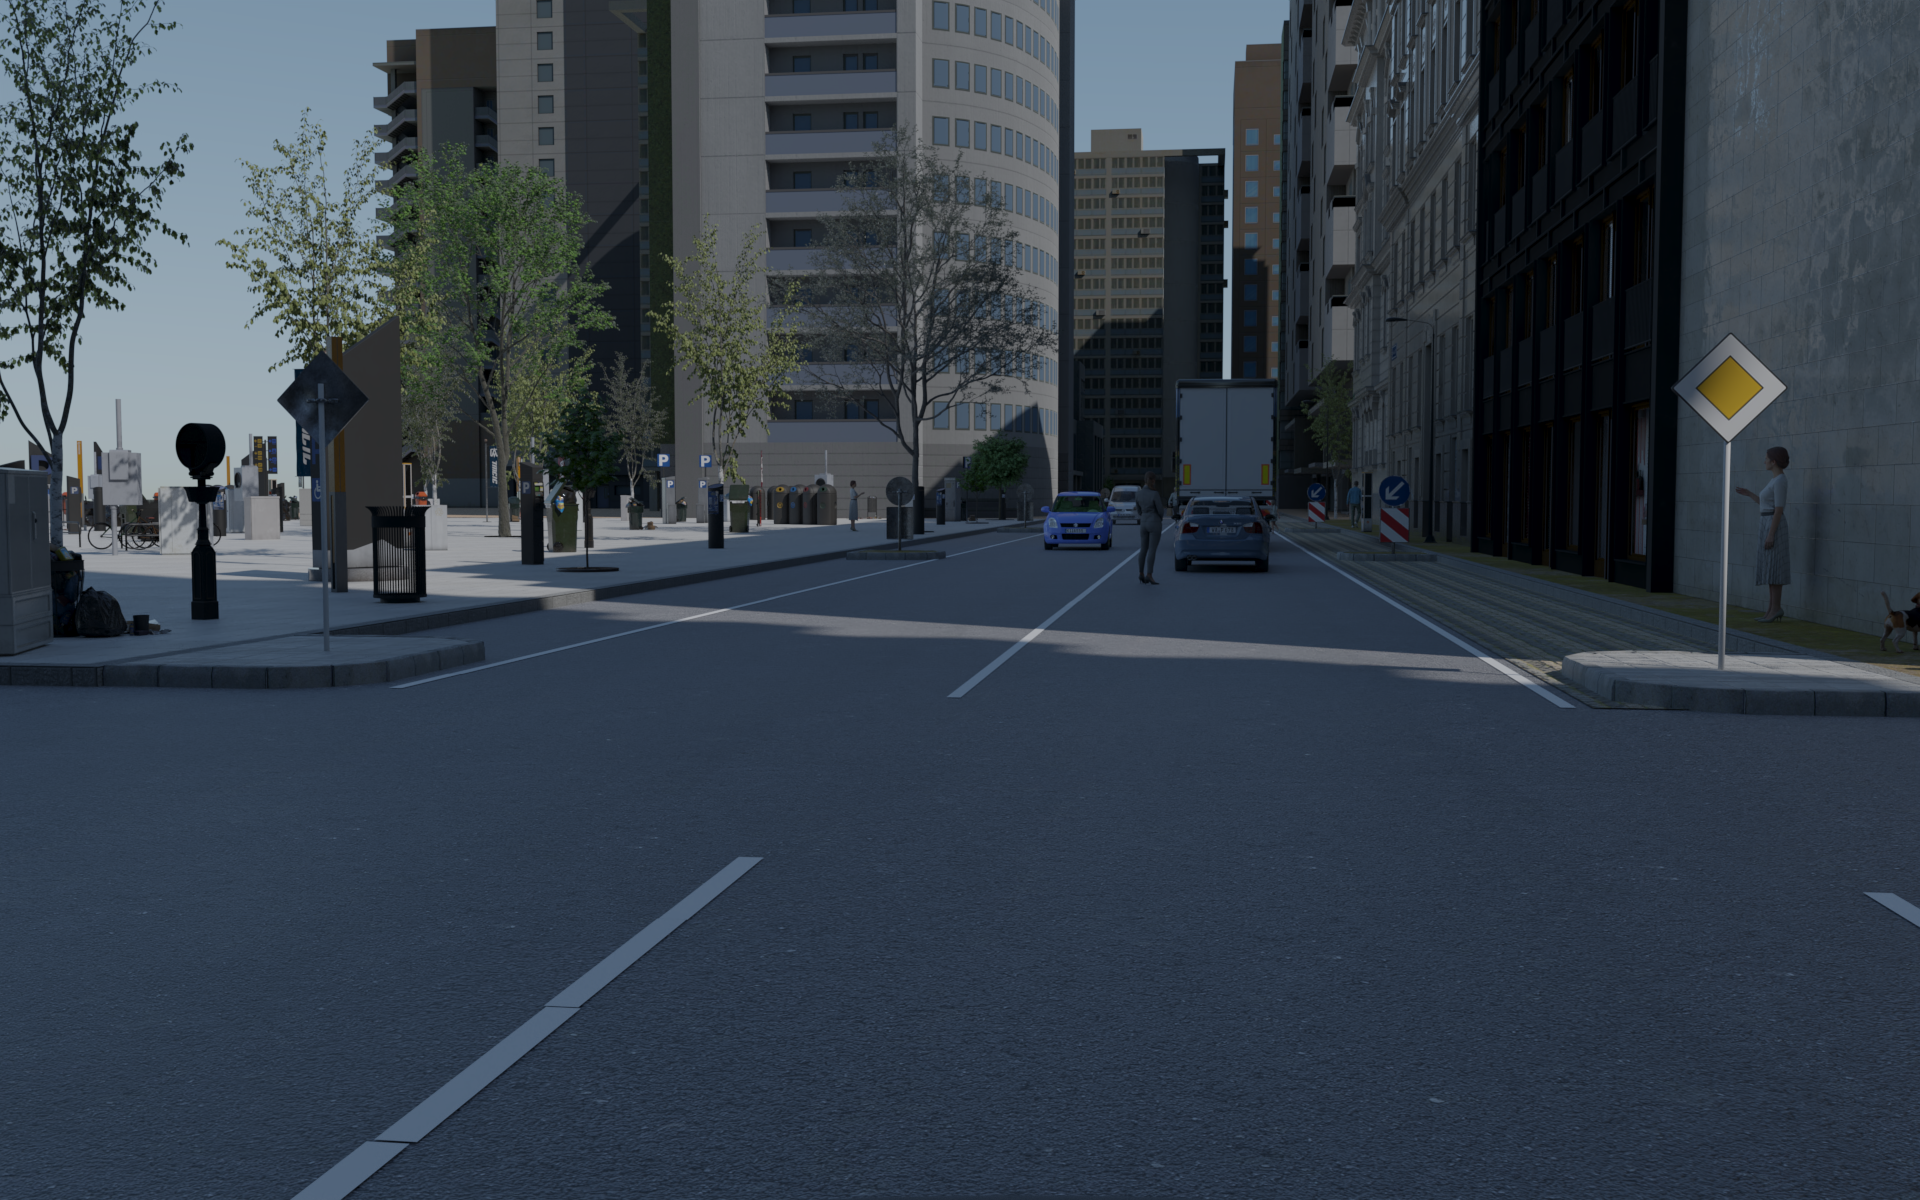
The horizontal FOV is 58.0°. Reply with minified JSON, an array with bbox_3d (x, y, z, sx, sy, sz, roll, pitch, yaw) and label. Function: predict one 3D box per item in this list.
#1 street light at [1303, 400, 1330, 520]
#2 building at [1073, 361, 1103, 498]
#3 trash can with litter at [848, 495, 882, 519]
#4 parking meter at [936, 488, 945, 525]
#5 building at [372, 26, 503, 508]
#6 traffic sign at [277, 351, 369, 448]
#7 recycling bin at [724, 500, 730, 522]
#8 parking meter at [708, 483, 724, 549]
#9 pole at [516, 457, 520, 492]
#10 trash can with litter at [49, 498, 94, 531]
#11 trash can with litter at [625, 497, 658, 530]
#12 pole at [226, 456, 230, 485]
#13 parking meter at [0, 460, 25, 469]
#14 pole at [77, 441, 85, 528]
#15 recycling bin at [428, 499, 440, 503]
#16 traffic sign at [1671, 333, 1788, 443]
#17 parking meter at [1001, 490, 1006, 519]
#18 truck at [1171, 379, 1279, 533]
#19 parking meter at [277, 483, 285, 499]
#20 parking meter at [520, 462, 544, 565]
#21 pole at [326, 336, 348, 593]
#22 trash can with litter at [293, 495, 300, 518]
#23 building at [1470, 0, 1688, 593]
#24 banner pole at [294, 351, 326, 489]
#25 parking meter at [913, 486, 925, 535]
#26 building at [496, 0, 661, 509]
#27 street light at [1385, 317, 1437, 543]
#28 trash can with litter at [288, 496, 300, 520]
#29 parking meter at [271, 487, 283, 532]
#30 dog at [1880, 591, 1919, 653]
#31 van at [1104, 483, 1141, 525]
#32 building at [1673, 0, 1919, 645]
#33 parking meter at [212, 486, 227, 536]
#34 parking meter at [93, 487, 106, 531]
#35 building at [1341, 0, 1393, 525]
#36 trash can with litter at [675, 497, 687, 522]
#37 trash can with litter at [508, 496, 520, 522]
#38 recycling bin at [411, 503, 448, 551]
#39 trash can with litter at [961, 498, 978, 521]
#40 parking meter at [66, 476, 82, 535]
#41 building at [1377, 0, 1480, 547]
[{"bbox_3d":[17.654,-6.929,85.831,1.470,5.913,1.316,1,4,8],"label":"street light"},{"bbox_3d":[-3.380,-51.408,153.196,31.000,86.520,22.319,1,4,8],"label":"building"},{"bbox_3d":[-4.906,-4.761,88.906,2.233,1.210,1.678,-2,4,-29],"label":"trash can with litter"},{"bbox_3d":[-0.797,-3.905,72.261,0.372,1.533,0.369,0,3,0],"label":"parking meter"},{"bbox_3d":[-45.584,-31.487,164.924,14.200,45.320,14.600,1,4,8],"label":"building"},{"bbox_3d":[-5.199,-0.731,14.143,0.795,2.593,0.064,1,4,8],"label":"traffic sign"},{"bbox_3d":[-10.690,-4.143,80.287,0.722,1.027,0.722,-3,5,-42],"label":"recycling bin"},{"bbox_3d":[-5.746,-1.979,40.771,0.372,1.533,0.369,0,3,0],"label":"parking meter"},{"bbox_3d":[-23.749,-6.077,93.209,0.158,3.312,0.155,0,3,0],"label":"pole"},{"bbox_3d":[-31.518,-3.069,61.234,2.233,1.210,1.678,3,5,39],"label":"trash can with litter"},{"bbox_3d":[-11.394,-3.095,61.984,1.055,1.170,0.624,-2,4,-29],"label":"trash can with litter"},{"bbox_3d":[-39.158,-6.049,92.746,0.158,3.312,0.155,0,3,0],"label":"pole"},{"bbox_3d":[-16.185,-1.460,29.575,0.255,1.863,0.399,3,5,41],"label":"parking meter"},{"bbox_3d":[-33.650,-4.430,66.272,0.158,3.312,0.155,0,3,0],"label":"pole"},{"bbox_3d":[-27.735,-4.778,90.669,0.722,1.027,0.722,3,4,37],"label":"recycling bin"},{"bbox_3d":[5.580,-0.635,12.567,0.795,2.593,0.064,1,4,8],"label":"traffic sign"},{"bbox_3d":[2.163,-4.887,88.307,0.372,1.533,0.369,0,3,0],"label":"parking meter"},{"bbox_3d":[7.218,-3.600,47.779,2.839,4.237,11.283,0,4,7],"label":"truck"},{"bbox_3d":[-34.603,-5.045,88.202,0.399,1.863,0.255,1,4,22],"label":"parking meter"},{"bbox_3d":[-7.768,-1.575,31.466,0.399,1.863,0.255,2,4,34],"label":"parking meter"},{"bbox_3d":[-8.105,-1.754,22.527,0.158,3.312,0.155,0,3,0],"label":"pole"},{"bbox_3d":[-34.873,-4.903,91.217,1.678,1.210,2.233,-1,4,-14],"label":"trash can with litter"},{"bbox_3d":[16.186,-12.174,28.716,12.332,23.373,15.834,1,4,8],"label":"building"},{"bbox_3d":[-11.295,-2.469,30.379,0.863,3.779,0.401,1,4,14],"label":"banner pole"},{"bbox_3d":[-1.313,-2.850,55.013,0.372,1.533,0.369,0,3,0],"label":"parking meter"},{"bbox_3d":[-28.655,-44.093,159.180,20.611,71.187,20.563,1,4,8],"label":"building"},{"bbox_3d":[11.856,-4.465,45.546,1.470,5.913,1.316,1,4,8],"label":"street light"},{"bbox_3d":[-32.793,-4.559,85.924,1.055,1.170,0.624,0,4,-1],"label":"trash can with litter"},{"bbox_3d":[-22.946,-3.044,58.186,0.372,1.533,0.369,0,3,0],"label":"parking meter"},{"bbox_3d":[7.725,0.165,14.129,0.406,0.507,0.540,2,4,26],"label":"dog"},{"bbox_3d":[7.879,-4.587,82.014,2.013,2.044,4.112,1,4,8],"label":"van"},{"bbox_3d":[16.854,-9.843,15.680,16.860,20.320,10.420,1,4,8],"label":"building"},{"bbox_3d":[-22.466,-2.698,52.526,0.372,1.533,0.369,0,3,0],"label":"parking meter"},{"bbox_3d":[-29.738,-3.146,59.850,0.372,1.533,0.369,0,3,0],"label":"parking meter"},{"bbox_3d":[23.935,-17.500,73.517,14.401,28.519,23.554,1,4,8],"label":"building"},{"bbox_3d":[-13.000,-4.149,79.219,1.055,1.170,0.624,0,4,3],"label":"trash can with litter"},{"bbox_3d":[-20.296,-4.147,79.197,0.624,1.170,1.055,-1,4,-22],"label":"trash can with litter"},{"bbox_3d":[-12.125,-1.653,39.584,0.722,1.027,0.722,-1,4,-23],"label":"recycling bin"},{"bbox_3d":[0.289,-4.333,82.237,1.055,1.170,0.624,-1,4,-17],"label":"trash can with litter"},{"bbox_3d":[-28.145,-3.018,55.052,0.399,1.863,0.255,-3,4,-37],"label":"parking meter"},{"bbox_3d":[19.214,-15.401,49.072,12.463,27.353,25.104,1,4,8],"label":"building"}]
